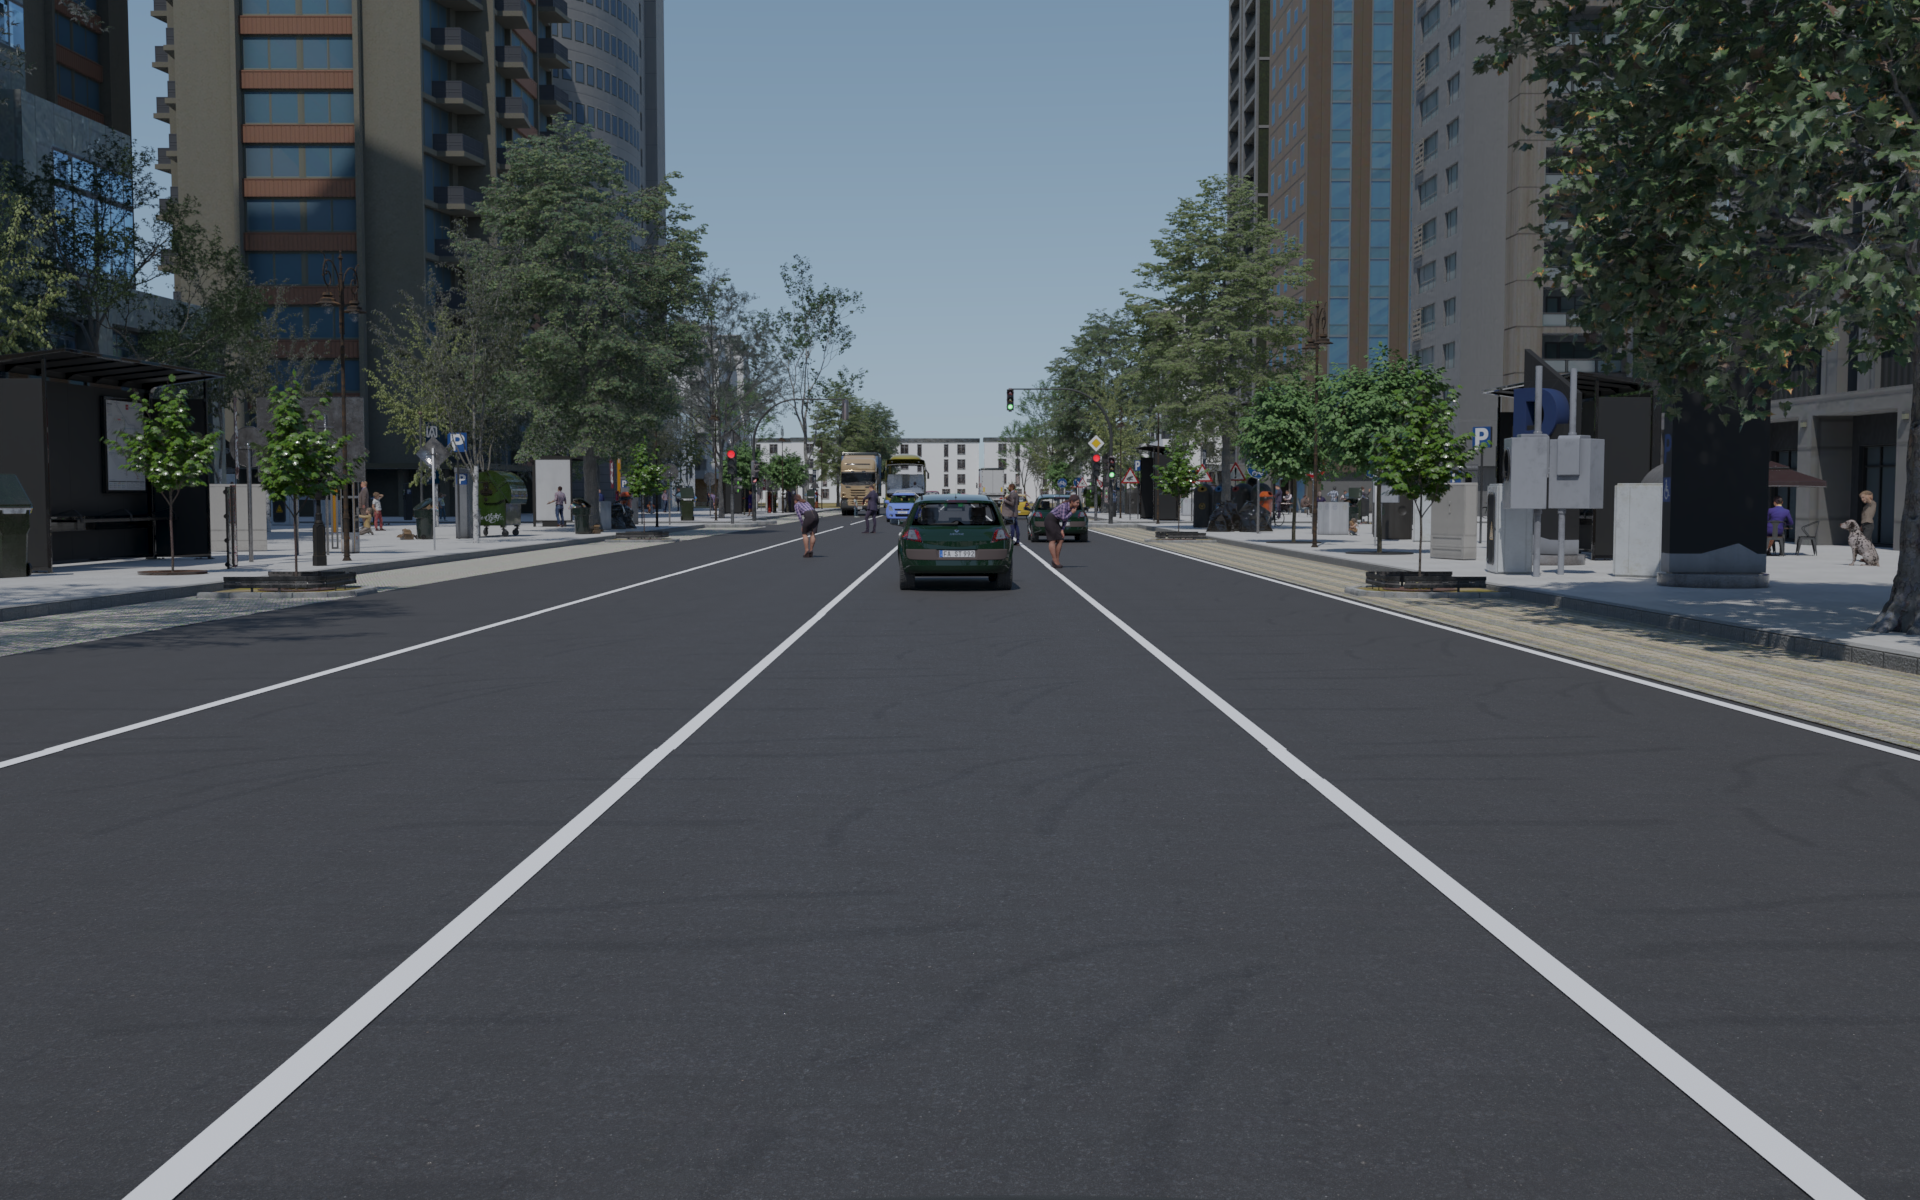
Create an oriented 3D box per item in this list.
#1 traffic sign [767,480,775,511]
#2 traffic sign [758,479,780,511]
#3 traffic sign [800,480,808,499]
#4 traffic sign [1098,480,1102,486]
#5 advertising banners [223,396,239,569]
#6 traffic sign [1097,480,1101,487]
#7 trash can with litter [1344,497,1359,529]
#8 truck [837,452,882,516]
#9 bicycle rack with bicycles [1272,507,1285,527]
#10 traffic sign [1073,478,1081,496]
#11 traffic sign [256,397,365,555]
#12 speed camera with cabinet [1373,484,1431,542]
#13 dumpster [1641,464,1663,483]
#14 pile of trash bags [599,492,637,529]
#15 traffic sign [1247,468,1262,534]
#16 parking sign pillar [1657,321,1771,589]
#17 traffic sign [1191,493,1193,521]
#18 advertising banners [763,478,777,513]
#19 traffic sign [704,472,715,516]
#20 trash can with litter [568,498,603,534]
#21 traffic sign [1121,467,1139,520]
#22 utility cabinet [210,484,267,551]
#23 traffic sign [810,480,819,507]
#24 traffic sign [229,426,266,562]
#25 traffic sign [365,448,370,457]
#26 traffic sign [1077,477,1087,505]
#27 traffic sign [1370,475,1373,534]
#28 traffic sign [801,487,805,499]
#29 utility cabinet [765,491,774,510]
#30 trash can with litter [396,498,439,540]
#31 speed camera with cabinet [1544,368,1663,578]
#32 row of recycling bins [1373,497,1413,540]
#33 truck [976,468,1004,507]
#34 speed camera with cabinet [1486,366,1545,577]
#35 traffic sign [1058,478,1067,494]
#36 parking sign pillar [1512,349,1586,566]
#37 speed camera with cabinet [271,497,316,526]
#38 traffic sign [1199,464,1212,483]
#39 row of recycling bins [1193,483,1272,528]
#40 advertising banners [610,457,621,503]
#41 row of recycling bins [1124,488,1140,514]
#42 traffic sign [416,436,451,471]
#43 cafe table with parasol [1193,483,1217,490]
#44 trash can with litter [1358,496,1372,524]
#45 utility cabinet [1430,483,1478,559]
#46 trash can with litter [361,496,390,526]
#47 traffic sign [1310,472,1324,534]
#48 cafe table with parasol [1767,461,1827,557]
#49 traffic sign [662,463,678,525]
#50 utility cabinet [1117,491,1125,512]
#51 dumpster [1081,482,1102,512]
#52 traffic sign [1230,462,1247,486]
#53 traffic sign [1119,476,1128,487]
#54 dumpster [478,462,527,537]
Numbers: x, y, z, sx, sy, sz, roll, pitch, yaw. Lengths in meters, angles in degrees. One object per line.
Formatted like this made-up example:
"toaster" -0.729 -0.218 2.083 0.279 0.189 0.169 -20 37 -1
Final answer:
"traffic sign" -14.146 -7.966 130.346 0.768 2.556 0.104 1 4 10
"traffic sign" -14.871 -8.460 132.198 2.265 3.308 0.079 0 4 8
"traffic sign" -11.953 -8.046 131.656 0.768 2.556 0.104 0 4 4
"traffic sign" 12.531 -9.571 156.584 0.768 2.556 0.104 0 4 3
"advertising banners" -12.780 -2.094 30.420 0.090 3.025 2.074 -1 4 -16
"traffic sign" 11.652 -9.024 147.544 0.884 2.594 0.081 0 4 5
"trash can with litter" 13.352 -2.957 59.728 0.624 1.170 1.055 0 4 -5
"truck" -6.751 -7.920 118.408 2.839 4.237 11.283 0 4 -1
"bicycle rack with bicycles" 11.485 -3.376 68.574 2.925 0.926 2.852 -1 4 -14
"traffic sign" 9.171 -8.197 134.134 0.768 2.556 0.104 1 4 10
"traffic sign" -13.594 -2.594 36.278 2.265 3.308 0.079 0 4 2
"speed camera with cabinet" 12.183 -3.197 46.604 2.038 3.252 0.660 1 4 18
"dumpster" 12.799 -1.493 30.165 1.264 1.857 1.865 0 4 0
"pile of trash bags" -12.894 -3.338 64.333 1.912 1.369 3.447 1 4 8
"traffic sign" 9.645 -3.419 56.002 0.768 2.556 0.104 0 4 8
"parking sign pillar" 10.506 -2.177 24.066 1.447 3.967 1.447 0 4 6
"traffic sign" 10.953 -4.997 81.801 0.768 2.556 0.104 0 4 4
"advertising banners" -12.654 -7.264 114.946 0.090 3.025 2.074 1 4 23
"traffic sign" -14.534 -6.155 100.735 0.768 2.556 0.104 0 4 1
"trash can with litter" -11.969 -2.693 55.423 0.624 1.170 1.055 2 4 30
"traffic sign" 8.316 -5.176 84.628 0.884 2.594 0.081 0 4 8
"utility cabinet" -16.109 -1.832 38.626 1.173 1.500 0.318 -2 4 -26
"traffic sign" -13.068 -9.529 155.802 0.884 2.594 0.081 1 4 9
"traffic sign" -13.355 -1.985 32.559 0.768 2.556 0.104 0 4 3
"traffic sign" -13.330 -2.338 37.954 0.795 2.593 0.064 0 4 2
"traffic sign" 9.467 -8.186 133.851 0.884 2.594 0.081 0 4 5
"traffic sign" 13.164 -3.365 55.128 0.768 2.556 0.104 0 4 4
"traffic sign" -13.650 -9.247 151.287 0.768 2.556 0.104 0 4 5
"utility cabinet" -14.938 -7.777 135.833 0.318 1.500 1.173 1 4 13
"trash can with litter" -15.260 -2.283 48.719 1.055 1.170 0.624 -3 5 -43
"speed camera with cabinet" 10.283 -1.998 27.005 2.038 3.252 0.660 3 5 43
"row of recycling bins" 12.581 -2.636 50.215 1.069 1.692 3.534 1 4 10
"truck" 3.351 -12.329 190.486 2.839 4.237 11.283 0 4 -2
"speed camera with cabinet" 8.842 -2.030 27.531 0.660 3.252 2.038 0 4 8
"traffic sign" 8.287 -8.582 140.423 0.768 2.556 0.104 0 4 7
"parking sign pillar" 10.683 -2.637 31.592 1.447 3.967 1.447 -2 4 -26
"speed camera with cabinet" -27.061 -4.655 70.450 2.038 3.252 0.660 1 4 20
"traffic sign" 10.355 -4.530 74.074 0.884 2.594 0.081 0 4 7
"row of recycling bins" 10.275 -3.561 65.342 1.069 1.692 3.534 -3 5 -43
"advertising banners" -16.272 -5.264 82.257 0.090 3.025 2.074 -2 4 -30
"row of recycling bins" 11.374 -6.442 112.442 1.069 1.692 3.534 1 4 15
"traffic sign" -11.999 -2.430 39.457 0.795 2.593 0.064 0 4 1
"cafe table with parasol" 15.264 -6.165 105.661 2.610 1.966 2.610 0 4 -2
"trash can with litter" 16.931 -3.834 73.739 2.233 1.210 1.678 -3 5 -43
"utility cabinet" 9.681 -1.549 34.002 0.318 1.500 1.173 -1 4 -17
"trash can with litter" -24.062 -3.697 71.511 1.678 1.210 2.233 0 4 0
"traffic sign" 11.315 -3.385 55.450 0.768 2.556 0.104 0 4 5
"cafe table with parasol" 16.939 -1.918 36.217 2.610 1.966 2.610 -1 4 -14
"traffic sign" -12.094 -4.402 72.077 0.768 2.556 0.104 0 4 6
"utility cabinet" 11.586 -6.876 121.106 1.173 1.500 0.318 0 4 -1
"dumpster" 9.709 -7.626 127.184 1.502 2.255 1.985 0 3 0
"traffic sign" 11.136 -4.285 70.057 0.884 2.594 0.081 0 4 6
"traffic sign" 11.832 -7.635 124.566 0.795 2.593 0.064 0 4 5
"dumpster" -14.084 -3.055 52.444 1.502 2.255 1.985 0 4 0
